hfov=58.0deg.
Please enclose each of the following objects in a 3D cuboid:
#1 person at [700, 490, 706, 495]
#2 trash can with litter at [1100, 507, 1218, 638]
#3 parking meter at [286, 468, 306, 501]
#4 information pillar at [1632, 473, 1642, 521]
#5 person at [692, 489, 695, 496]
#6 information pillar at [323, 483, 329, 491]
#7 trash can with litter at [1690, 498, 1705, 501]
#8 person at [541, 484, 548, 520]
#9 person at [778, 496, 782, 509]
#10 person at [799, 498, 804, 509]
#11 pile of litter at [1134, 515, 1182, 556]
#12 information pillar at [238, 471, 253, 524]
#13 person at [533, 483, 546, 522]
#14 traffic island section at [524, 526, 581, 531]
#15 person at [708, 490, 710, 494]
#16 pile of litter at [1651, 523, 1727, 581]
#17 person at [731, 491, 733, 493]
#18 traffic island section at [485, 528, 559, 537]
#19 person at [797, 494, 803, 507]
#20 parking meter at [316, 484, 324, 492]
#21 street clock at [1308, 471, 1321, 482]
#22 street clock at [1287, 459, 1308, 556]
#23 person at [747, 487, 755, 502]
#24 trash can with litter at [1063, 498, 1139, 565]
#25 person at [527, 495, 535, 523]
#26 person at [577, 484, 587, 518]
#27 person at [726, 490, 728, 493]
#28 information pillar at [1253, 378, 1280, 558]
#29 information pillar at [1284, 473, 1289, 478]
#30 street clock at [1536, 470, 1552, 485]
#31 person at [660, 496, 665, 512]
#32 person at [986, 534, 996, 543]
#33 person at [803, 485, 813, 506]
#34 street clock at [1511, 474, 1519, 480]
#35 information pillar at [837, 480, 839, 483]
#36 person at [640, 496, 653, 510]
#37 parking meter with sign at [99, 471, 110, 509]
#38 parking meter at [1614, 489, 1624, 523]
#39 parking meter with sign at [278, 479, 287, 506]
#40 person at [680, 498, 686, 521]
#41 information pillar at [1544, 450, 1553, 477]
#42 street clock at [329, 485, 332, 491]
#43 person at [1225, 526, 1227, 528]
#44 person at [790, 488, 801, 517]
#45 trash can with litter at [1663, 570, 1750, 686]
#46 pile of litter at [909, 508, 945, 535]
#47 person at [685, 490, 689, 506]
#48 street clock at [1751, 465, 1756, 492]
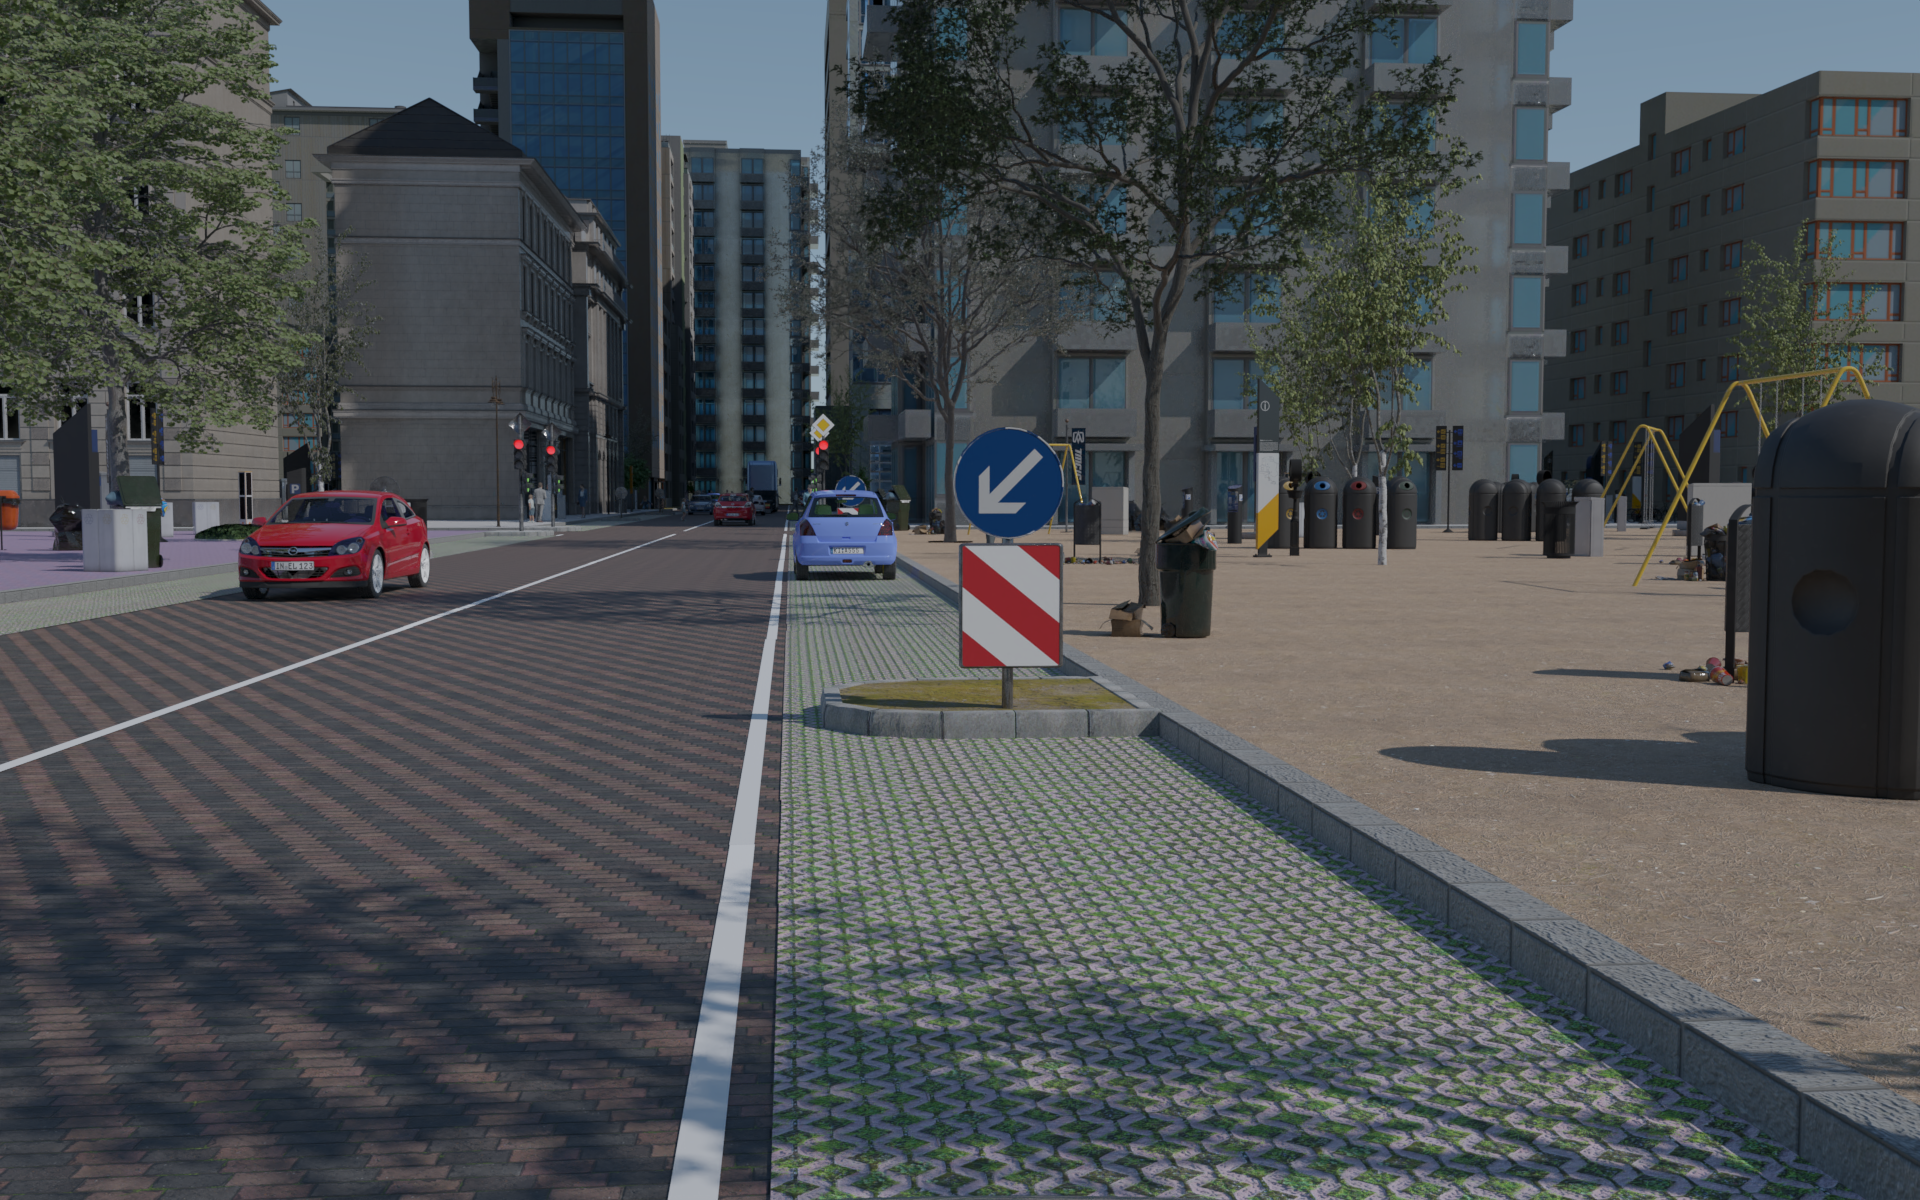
[{"bbox_3d":[-20.162,-7.757,135.731,0.661,1.777,0.834,-1,4,-22],"label":"person"},{"bbox_3d":[1.784,-0.253,15.527,1.055,1.170,0.624,1,4,9],"label":"trash can with litter"},{"bbox_3d":[-14.909,-2.031,38.920,0.399,1.863,0.255,0,4,-6],"label":"parking meter"},{"bbox_3d":[31.887,-5.517,81.555,0.504,3.616,0.183,-2,4,-23],"label":"information pillar"},{"bbox_3d":[-30.594,-11.790,198.904,0.705,1.812,1.348,0,4,3],"label":"person"},{"bbox_3d":[-41.327,-6.632,112.923,0.304,2.012,0.304,-2,4,-31],"label":"information pillar"},{"bbox_3d":[13.716,-1.265,31.735,1.678,1.210,2.233,3,5,43],"label":"trash can with litter"},{"bbox_3d":[-20.006,-4.753,84.145,0.834,1.777,0.661,1,4,15],"label":"person"},{"bbox_3d":[-17.613,-9.671,167.344,0.721,1.736,1.217,2,4,29],"label":"person"},{"bbox_3d":[-14.755,-9.337,164.416,1.065,1.426,0.557,2,4,25],"label":"person"},{"bbox_3d":[4.158,-1.317,35.494,1.176,0.858,1.719,1,4,14],"label":"pile of litter"},{"bbox_3d":[-23.241,-3.172,56.357,0.304,2.012,0.304,1,4,22],"label":"information pillar"},{"bbox_3d":[-18.975,-4.410,78.342,0.606,1.804,0.583,0,4,-1],"label":"person"},{"bbox_3d":[-15.925,-2.777,67.690,2.009,0.180,2.903,0,4,-6],"label":"traffic island section"},{"bbox_3d":[-26.410,-10.648,182.220,0.705,1.869,1.348,0,4,-5],"label":"person"},{"bbox_3d":[11.226,-0.725,25.812,1.719,0.858,1.176,2,4,30],"label":"pile of litter"},{"bbox_3d":[-24.366,-10.769,185.243,0.621,1.740,0.551,-1,4,-14],"label":"person"},{"bbox_3d":[-15.148,-2.291,59.743,2.009,0.180,2.903,0,4,-6],"label":"traffic island section"},{"bbox_3d":[-15.765,-10.078,173.369,0.705,1.812,1.348,3,5,44],"label":"person"},{"bbox_3d":[-36.963,-5.772,100.087,0.255,1.863,0.399,2,4,29],"label":"parking meter"},{"bbox_3d":[10.946,-3.007,53.729,0.471,2.002,0.358,-1,4,-9],"label":"street clock"},{"bbox_3d":[6.950,-1.918,35.926,0.358,2.002,0.471,0,4,5],"label":"street clock"},{"bbox_3d":[-12.668,-5.900,104.775,0.655,1.846,0.447,3,5,44],"label":"person"},{"bbox_3d":[2.676,-1.264,31.728,2.233,1.210,1.678,1,4,22],"label":"trash can with litter"},{"bbox_3d":[-19.235,-4.092,77.623,0.332,1.250,0.352,-2,4,-31],"label":"person"},{"bbox_3d":[-20.030,-5.261,92.089,0.581,1.822,0.654,2,4,25],"label":"person"},{"bbox_3d":[-18.595,-7.906,138.104,0.374,1.781,0.599,2,4,33],"label":"person"},{"bbox_3d":[6.218,-2.674,35.077,0.504,3.616,0.183,-1,4,-21],"label":"information pillar"},{"bbox_3d":[11.412,-3.387,59.867,0.304,2.012,0.304,-1,4,-17],"label":"information pillar"},{"bbox_3d":[17.739,-2.940,52.634,0.471,2.002,0.358,-2,4,-35],"label":"street clock"},{"bbox_3d":[-22.549,-7.473,130.902,0.478,1.798,0.641,-1,4,-12],"label":"person"},{"bbox_3d":[0.737,-1.871,36.809,0.590,1.801,0.661,-3,5,-39],"label":"person"},{"bbox_3d":[-6.195,-3.874,71.860,0.660,1.820,0.620,-1,4,-20],"label":"person"},{"bbox_3d":[19.920,-3.524,62.187,0.358,2.002,0.471,2,4,26],"label":"street clock"},{"bbox_3d":[-6.367,-5.380,92.456,0.304,2.012,0.304,-1,4,-22],"label":"information pillar"},{"bbox_3d":[-25.118,-7.785,138.834,1.012,1.151,0.738,0,4,-7],"label":"person"},{"bbox_3d":[-28.836,-3.795,58.308,0.543,3.016,1.738,0,4,7],"label":"parking meter with sign"},{"bbox_3d":[29.052,-4.157,76.375,0.372,1.533,0.369,0,3,0],"label":"parking meter"},{"bbox_3d":[-35.326,-5.720,89.783,1.738,3.016,0.543,-1,4,-12],"label":"parking meter with sign"},{"bbox_3d":[-14.869,-4.850,92.808,0.382,1.210,0.505,-1,4,-21],"label":"person"},{"bbox_3d":[31.497,-6.201,92.748,0.183,3.616,0.504,-3,5,-43],"label":"information pillar"},{"bbox_3d":[-50.389,-8.184,138.384,0.358,2.002,0.471,2,4,25],"label":"street clock"},{"bbox_3d":[10.510,-3.543,66.782,0.624,1.780,0.694,0,4,1],"label":"person"},{"bbox_3d":[-10.432,-6.159,109.306,0.850,1.850,0.679,1,4,12],"label":"person"},{"bbox_3d":[5.790,-0.063,12.092,2.233,1.210,1.678,-3,5,-41],"label":"trash can with litter"},{"bbox_3d":[-1.012,-2.520,55.161,1.719,0.858,1.176,-3,5,-43],"label":"pile of litter"},{"bbox_3d":[-29.628,-11.078,187.836,0.551,1.740,0.621,3,5,43],"label":"person"},{"bbox_3d":[18.482,-2.161,39.910,0.471,2.002,0.358,1,4,20],"label":"street clock"}]
